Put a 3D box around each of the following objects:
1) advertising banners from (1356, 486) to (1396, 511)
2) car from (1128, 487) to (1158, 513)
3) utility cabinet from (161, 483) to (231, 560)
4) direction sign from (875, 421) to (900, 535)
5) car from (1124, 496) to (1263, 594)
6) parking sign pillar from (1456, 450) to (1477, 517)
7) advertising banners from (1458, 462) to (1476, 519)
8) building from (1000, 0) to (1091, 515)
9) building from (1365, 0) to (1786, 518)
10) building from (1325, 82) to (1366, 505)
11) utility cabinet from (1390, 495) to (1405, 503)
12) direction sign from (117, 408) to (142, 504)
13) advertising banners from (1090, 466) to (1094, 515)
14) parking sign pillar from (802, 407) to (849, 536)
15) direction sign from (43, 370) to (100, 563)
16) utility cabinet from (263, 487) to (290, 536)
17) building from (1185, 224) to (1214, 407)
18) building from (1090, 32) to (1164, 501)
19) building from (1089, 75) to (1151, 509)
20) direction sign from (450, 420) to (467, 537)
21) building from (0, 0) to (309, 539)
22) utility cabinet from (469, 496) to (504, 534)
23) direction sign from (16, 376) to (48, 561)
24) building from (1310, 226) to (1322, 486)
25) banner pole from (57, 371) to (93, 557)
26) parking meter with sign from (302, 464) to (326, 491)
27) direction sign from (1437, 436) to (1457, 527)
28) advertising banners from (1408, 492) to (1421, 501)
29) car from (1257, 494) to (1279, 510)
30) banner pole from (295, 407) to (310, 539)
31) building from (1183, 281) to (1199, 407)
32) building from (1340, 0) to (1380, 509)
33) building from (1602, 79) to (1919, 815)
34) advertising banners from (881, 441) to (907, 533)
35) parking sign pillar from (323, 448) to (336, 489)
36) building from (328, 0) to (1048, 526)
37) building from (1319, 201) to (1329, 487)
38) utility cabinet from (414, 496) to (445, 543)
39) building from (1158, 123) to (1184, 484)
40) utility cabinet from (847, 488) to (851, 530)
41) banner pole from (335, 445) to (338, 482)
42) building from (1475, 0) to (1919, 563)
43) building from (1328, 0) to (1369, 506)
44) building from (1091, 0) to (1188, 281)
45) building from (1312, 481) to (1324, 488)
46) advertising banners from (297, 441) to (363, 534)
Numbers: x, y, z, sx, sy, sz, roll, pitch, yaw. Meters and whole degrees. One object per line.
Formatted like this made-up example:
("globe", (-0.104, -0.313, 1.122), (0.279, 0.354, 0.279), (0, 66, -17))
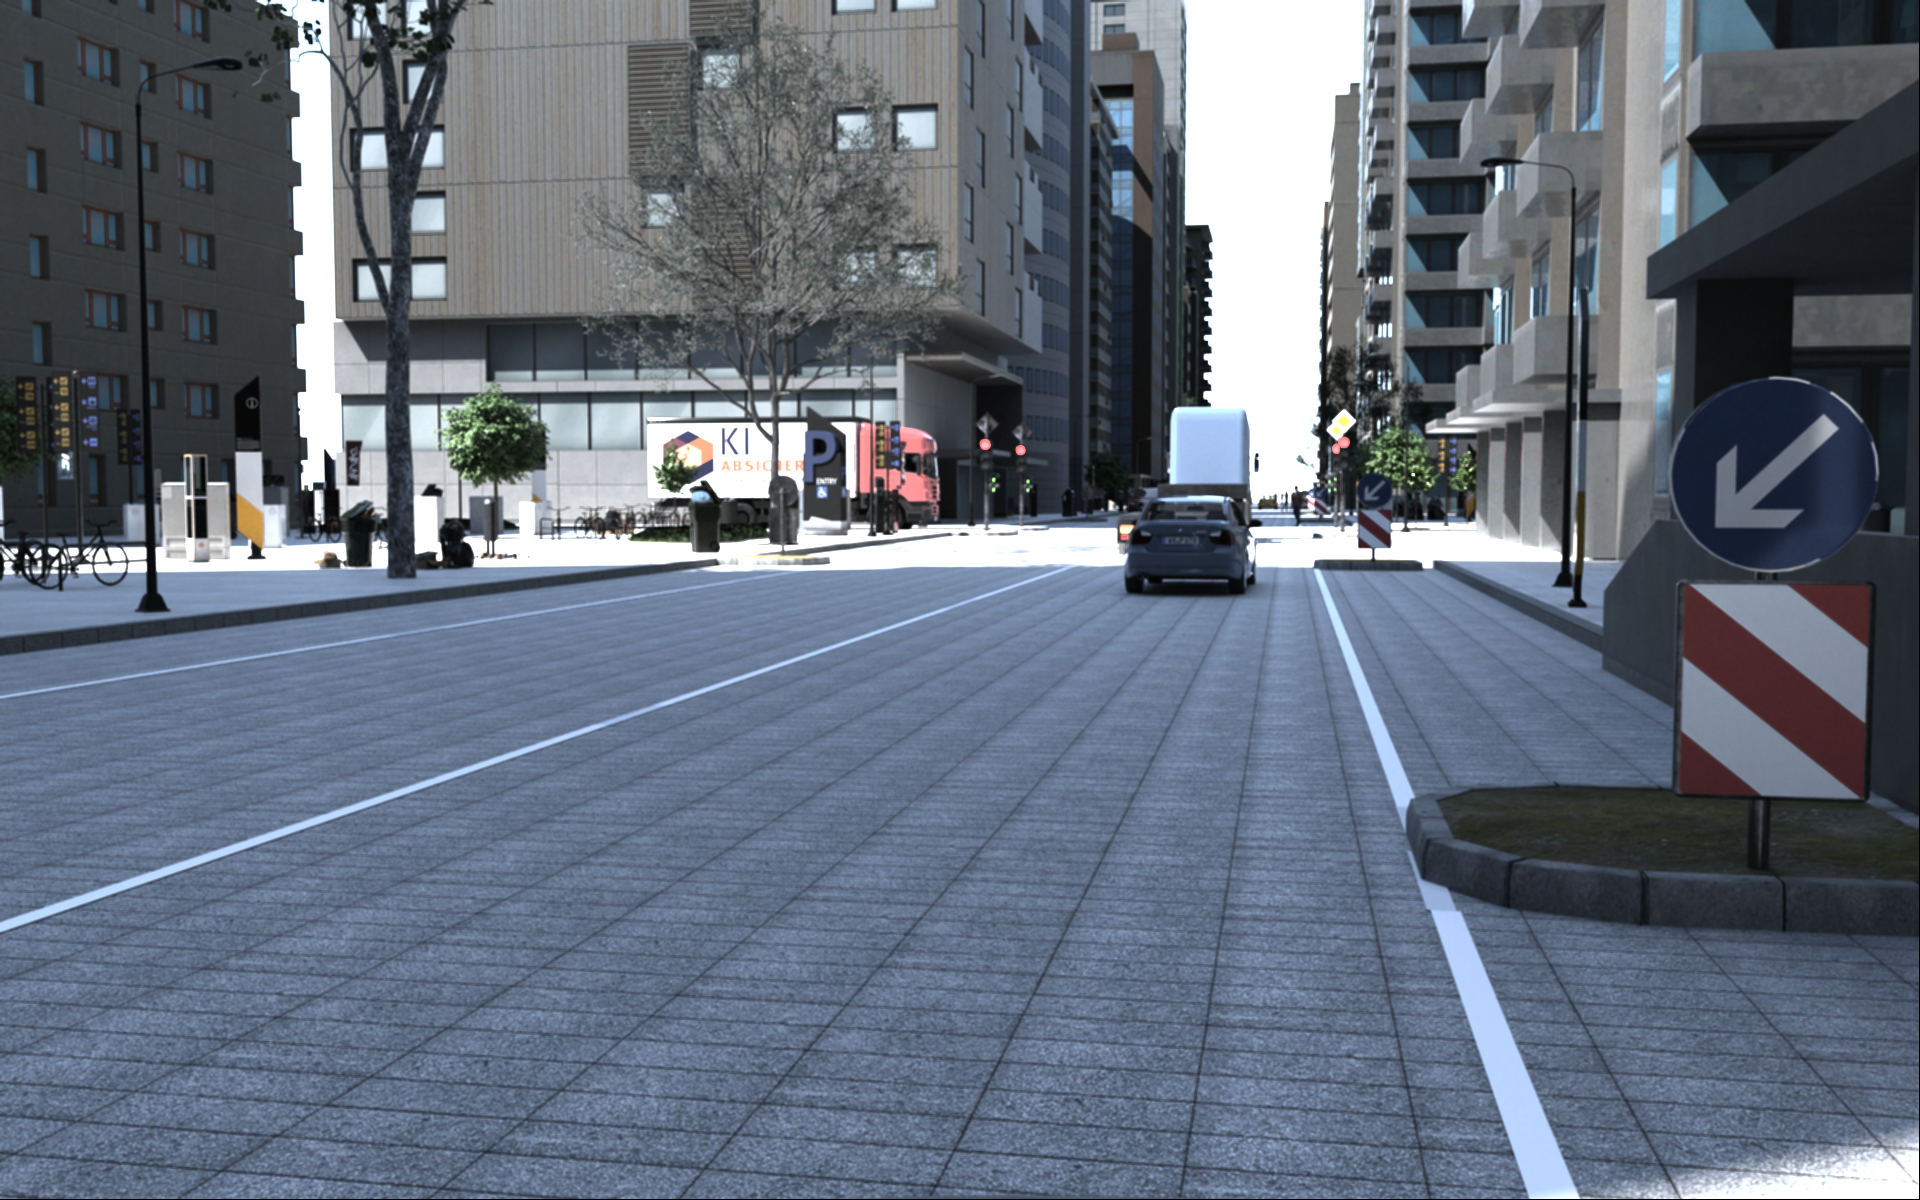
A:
("advertising banners", (20.015, -5.294, 82.752), (2.074, 3.025, 0.090), (1, 4, 12))
("car", (9.967, -5.008, 90.553), (2.281, 1.827, 5.304), (1, 4, 12))
("utility cabinet", (-14.785, -1.520, 33.527), (1.173, 1.500, 0.318), (0, 4, -7))
("direction sign", (-2.245, -3.783, 53.857), (0.876, 3.537, 0.379), (2, 4, 28))
("car", (3.547, -0.874, 26.298), (2.014, 1.417, 4.499), (1, 4, 13))
("parking sign pillar", (28.442, -6.612, 96.585), (1.447, 3.967, 1.447), (0, 4, 3))
("advertising banners", (26.156, -5.688, 89.183), (0.090, 3.025, 2.074), (-1, 4, -13))
("building", (-3.221, -35.166, 116.968), (21.231, 58.520, 28.212), (1, 4, 11))
("building", (39.738, -30.583, 119.646), (23.786, 49.044, 30.456), (1, 4, 11))
("building", (53.441, -35.206, 199.316), (21.300, 48.544, 21.600), (1, 4, 11))
("utility cabinet", (26.076, -5.650, 103.541), (1.020, 1.237, 0.306), (-1, 4, -20))
("direction sign", (-22.115, -3.314, 46.173), (0.379, 3.537, 0.876), (1, 4, 12))
("advertising banners", (8.112, -6.747, 106.496), (0.090, 3.025, 2.074), (1, 4, 12))
("parking sign pillar", (-4.142, -3.951, 53.069), (1.447, 3.967, 1.447), (1, 4, 22))
("direction sign", (-16.220, -2.436, 31.833), (0.876, 3.537, 0.379), (0, 4, 5))
("utility cabinet", (-20.673, -2.658, 52.141), (1.173, 1.500, 0.318), (2, 4, 33))
("building", (28.606, -37.881, 273.974), (22.147, 44.769, 28.867), (1, 4, 11))
("building", (12.894, -32.018, 173.608), (14.600, 45.320, 14.200), (1, 4, 11))
("building", (0.842, -28.426, 156.638), (32.217, 40.220, 23.993), (1, 4, 11))
("direction sign", (-15.091, -3.686, 52.262), (0.379, 3.537, 0.876), (1, 4, 20))
("building", (-40.853, -12.700, 52.688), (28.899, 21.520, 27.650), (1, 4, 11))
("utility cabinet", (-15.084, -2.692, 55.179), (1.020, 1.237, 0.306), (-1, 4, -10))
("direction sign", (-17.715, -2.538, 33.494), (0.876, 3.537, 0.379), (-1, 4, -16))
("building", (68.570, -40.216, 277.134), (23.786, 49.044, 30.456), (1, 4, 11))
("banner pole", (-18.147, -2.773, 35.353), (0.863, 3.779, 0.401), (2, 4, 24))
("parking meter with sign", (-36.880, -6.324, 99.655), (1.738, 3.016, 0.543), (0, 4, -7))
("direction sign", (19.087, -4.642, 67.893), (0.379, 3.537, 0.876), (-3, 4, -39))
("advertising banners", (27.580, -6.727, 106.180), (0.090, 3.025, 2.074), (-1, 4, -21))
("car", (28.425, -9.145, 159.750), (2.015, 1.641, 3.980), (1, 4, 12))
("banner pole", (-19.151, -3.685, 50.273), (0.401, 3.779, 0.863), (-2, 4, -24))
("building", (24.480, -28.179, 232.425), (14.160, 30.474, 14.107), (1, 4, 11))
("building", (43.384, -43.377, 147.459), (20.563, 71.187, 20.611), (1, 4, 11))
("building", (19.816, -19.041, 3.203), (32.217, 40.220, 23.993), (1, 4, 11))
("advertising banners", (-2.135, -3.705, 56.760), (0.090, 3.025, 2.074), (1, 4, 20))
("parking sign pillar", (-36.725, -6.904, 101.357), (1.447, 3.967, 1.447), (0, 4, 7))
("building", (-10.835, -30.148, 82.160), (28.713, 52.752, 27.495), (1, 4, 11))
("building", (60.337, -37.025, 255.468), (14.600, 45.320, 14.200), (1, 4, 11))
("utility cabinet", (-14.049, -2.107, 45.614), (1.020, 1.237, 0.306), (2, 4, 26))
("building", (16.260, -30.818, 187.464), (14.154, 41.232, 14.086), (1, 4, 11))
("utility cabinet", (-4.248, -3.201, 61.007), (0.318, 1.500, 1.173), (2, 4, 25))
("banner pole", (-31.531, -5.969, 87.609), (0.401, 3.779, 0.863), (-1, 4, -12))
("building", (23.490, -25.591, 38.021), (23.786, 49.044, 30.456), (1, 4, 11))
("building", (48.957, -52.576, 172.287), (22.319, 86.520, 31.000), (1, 4, 11))
("building", (24.114, -49.580, 248.885), (20.563, 71.187, 20.611), (1, 4, 11))
("building", (64.493, -33.229, 235.176), (32.217, 40.220, 23.993), (1, 4, 11))
("advertising banners", (-20.537, -3.688, 56.490), (2.074, 3.025, 0.090), (-2, 4, -28))
